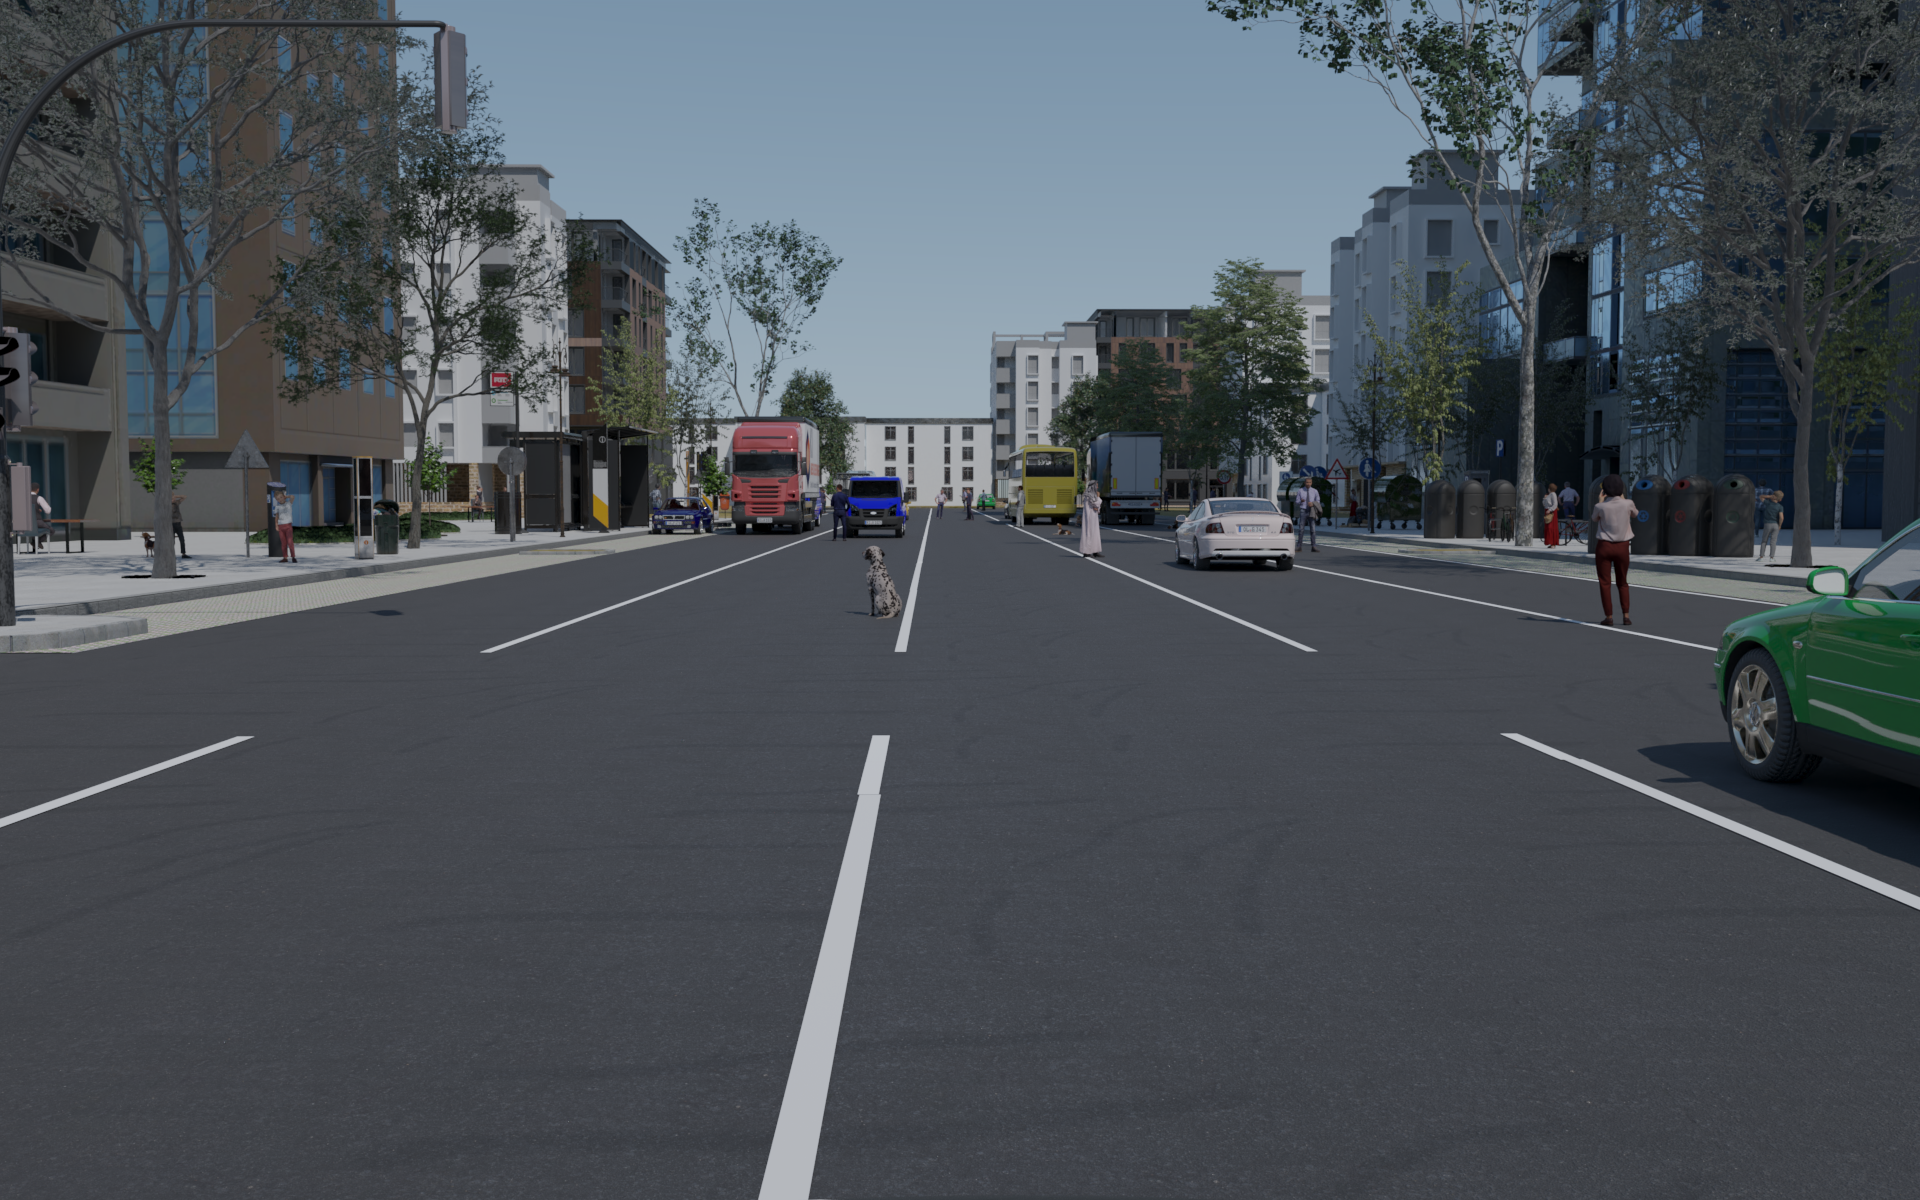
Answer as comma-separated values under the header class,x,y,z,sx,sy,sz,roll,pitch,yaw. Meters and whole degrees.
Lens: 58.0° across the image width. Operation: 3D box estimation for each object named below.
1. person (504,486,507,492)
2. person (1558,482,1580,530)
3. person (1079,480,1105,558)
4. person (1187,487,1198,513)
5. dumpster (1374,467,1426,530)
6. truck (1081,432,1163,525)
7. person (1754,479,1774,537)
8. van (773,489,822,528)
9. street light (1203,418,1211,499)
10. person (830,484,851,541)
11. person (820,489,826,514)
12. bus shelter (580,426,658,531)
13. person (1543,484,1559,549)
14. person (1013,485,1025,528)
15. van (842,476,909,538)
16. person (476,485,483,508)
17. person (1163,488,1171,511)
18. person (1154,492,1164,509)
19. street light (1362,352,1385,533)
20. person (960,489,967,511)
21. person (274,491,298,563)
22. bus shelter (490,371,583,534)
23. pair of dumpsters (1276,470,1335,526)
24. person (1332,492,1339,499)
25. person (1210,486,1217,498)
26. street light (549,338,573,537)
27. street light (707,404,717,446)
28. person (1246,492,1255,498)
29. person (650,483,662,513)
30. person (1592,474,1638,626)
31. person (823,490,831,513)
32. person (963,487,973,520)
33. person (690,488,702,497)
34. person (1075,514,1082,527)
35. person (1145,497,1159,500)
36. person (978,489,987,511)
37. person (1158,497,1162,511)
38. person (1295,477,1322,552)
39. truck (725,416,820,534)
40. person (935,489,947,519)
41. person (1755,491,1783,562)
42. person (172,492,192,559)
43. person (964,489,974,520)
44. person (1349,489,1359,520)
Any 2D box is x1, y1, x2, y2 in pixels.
class,x,y,z,sx,sy,sz,roll,pitch,yaw
person,-17.658,-3.633,67.398,0.963,1.587,0.435,2,4,31
person,21.473,-3.314,61.159,0.756,1.711,0.436,1,4,12
person,2.986,-1.825,39.000,0.621,1.740,0.551,0,4,-4
person,16.032,-6.917,119.578,0.683,1.767,0.568,-1,4,-21
dumpster,15.906,-3.687,62.769,1.502,2.255,1.985,0,4,-1
truck,7.765,-5.807,83.862,2.839,4.237,11.283,0,4,-2
person,23.776,-2.727,51.360,0.841,1.734,0.376,3,4,36
van,-7.098,-4.276,74.290,2.240,2.365,5.245,0,4,1
street light,12.979,-7.234,91.062,0.468,5.910,1.993,0,4,-1
person,-3.670,-2.672,52.897,0.576,1.737,0.504,-1,4,-18
person,-9.733,-6.881,121.456,0.683,1.767,0.568,0,4,1
bus shelter,-12.279,-4.372,62.761,1.731,3.624,6.357,0,4,-1
person,13.940,-1.977,40.828,0.387,1.526,0.523,0,4,6
person,2.523,-3.999,74.037,0.789,1.805,0.875,1,4,21
van,-2.811,-3.291,58.186,2.240,2.365,5.245,0,4,-1
person,-24.905,-5.090,90.067,0.742,1.727,0.445,3,5,43
person,15.467,-7.490,128.946,0.568,1.767,0.683,2,4,25
person,16.796,-8.517,145.312,1.348,1.823,0.705,3,5,39
street light,13.438,-5.105,56.254,0.468,5.910,1.993,0,4,-1
person,0.232,-8.185,142.189,0.599,1.838,0.709,-1,4,-12
person,-12.589,-1.370,32.352,0.435,1.345,0.340,-1,4,-8
bus shelter,-14.287,-4.993,59.275,2.179,5.291,8.768,0,4,-1
pair of dumpsters,14.175,-4.189,70.976,1.574,2.255,4.437,0,4,-1
person,23.061,-6.265,108.437,1.348,1.831,0.705,1,4,17
person,14.066,-5.457,96.184,0.530,1.710,0.541,0,4,2
street light,-11.824,-4.804,51.338,0.468,5.910,1.993,0,4,-1
street light,-12.392,-6.939,86.244,0.468,5.910,1.993,0,4,-1
person,20.842,-7.045,124.414,0.628,1.438,0.799,1,4,13
person,-12.753,-4.040,72.815,0.376,1.734,0.841,-2,4,-27
person,7.130,-0.549,18.942,0.566,1.644,0.517,-3,5,-39
person,-10.194,-7.429,130.672,0.721,1.736,1.217,3,4,38
person,0.457,-5.326,95.558,0.705,1.826,1.348,-1,4,-20
person,-19.148,-7.307,126.240,1.217,1.735,0.721,-2,4,-24
person,5.228,-3.461,75.563,0.357,0.543,0.381,-1,4,-22
person,15.220,-8.004,137.694,1.217,1.735,0.721,2,4,30
person,1.989,-8.533,147.995,0.705,1.826,1.348,2,4,34
person,15.346,-7.569,133.049,0.557,1.426,1.065,1,4,14
person,8.535,-2.087,42.495,0.709,1.838,0.599,0,4,5
truck,-6.843,-4.642,64.804,2.839,4.237,11.283,0,4,-1
person,-1.078,-5.522,99.719,0.756,1.711,0.436,-1,4,-11
person,15.306,-1.394,32.745,0.435,1.345,0.340,1,4,17
person,-15.516,-1.491,34.327,0.340,1.345,0.435,2,4,29
person,0.485,-5.181,94.134,0.530,1.710,0.541,-1,4,-9
person,18.482,-4.452,81.294,0.387,1.526,0.523,2,4,31
